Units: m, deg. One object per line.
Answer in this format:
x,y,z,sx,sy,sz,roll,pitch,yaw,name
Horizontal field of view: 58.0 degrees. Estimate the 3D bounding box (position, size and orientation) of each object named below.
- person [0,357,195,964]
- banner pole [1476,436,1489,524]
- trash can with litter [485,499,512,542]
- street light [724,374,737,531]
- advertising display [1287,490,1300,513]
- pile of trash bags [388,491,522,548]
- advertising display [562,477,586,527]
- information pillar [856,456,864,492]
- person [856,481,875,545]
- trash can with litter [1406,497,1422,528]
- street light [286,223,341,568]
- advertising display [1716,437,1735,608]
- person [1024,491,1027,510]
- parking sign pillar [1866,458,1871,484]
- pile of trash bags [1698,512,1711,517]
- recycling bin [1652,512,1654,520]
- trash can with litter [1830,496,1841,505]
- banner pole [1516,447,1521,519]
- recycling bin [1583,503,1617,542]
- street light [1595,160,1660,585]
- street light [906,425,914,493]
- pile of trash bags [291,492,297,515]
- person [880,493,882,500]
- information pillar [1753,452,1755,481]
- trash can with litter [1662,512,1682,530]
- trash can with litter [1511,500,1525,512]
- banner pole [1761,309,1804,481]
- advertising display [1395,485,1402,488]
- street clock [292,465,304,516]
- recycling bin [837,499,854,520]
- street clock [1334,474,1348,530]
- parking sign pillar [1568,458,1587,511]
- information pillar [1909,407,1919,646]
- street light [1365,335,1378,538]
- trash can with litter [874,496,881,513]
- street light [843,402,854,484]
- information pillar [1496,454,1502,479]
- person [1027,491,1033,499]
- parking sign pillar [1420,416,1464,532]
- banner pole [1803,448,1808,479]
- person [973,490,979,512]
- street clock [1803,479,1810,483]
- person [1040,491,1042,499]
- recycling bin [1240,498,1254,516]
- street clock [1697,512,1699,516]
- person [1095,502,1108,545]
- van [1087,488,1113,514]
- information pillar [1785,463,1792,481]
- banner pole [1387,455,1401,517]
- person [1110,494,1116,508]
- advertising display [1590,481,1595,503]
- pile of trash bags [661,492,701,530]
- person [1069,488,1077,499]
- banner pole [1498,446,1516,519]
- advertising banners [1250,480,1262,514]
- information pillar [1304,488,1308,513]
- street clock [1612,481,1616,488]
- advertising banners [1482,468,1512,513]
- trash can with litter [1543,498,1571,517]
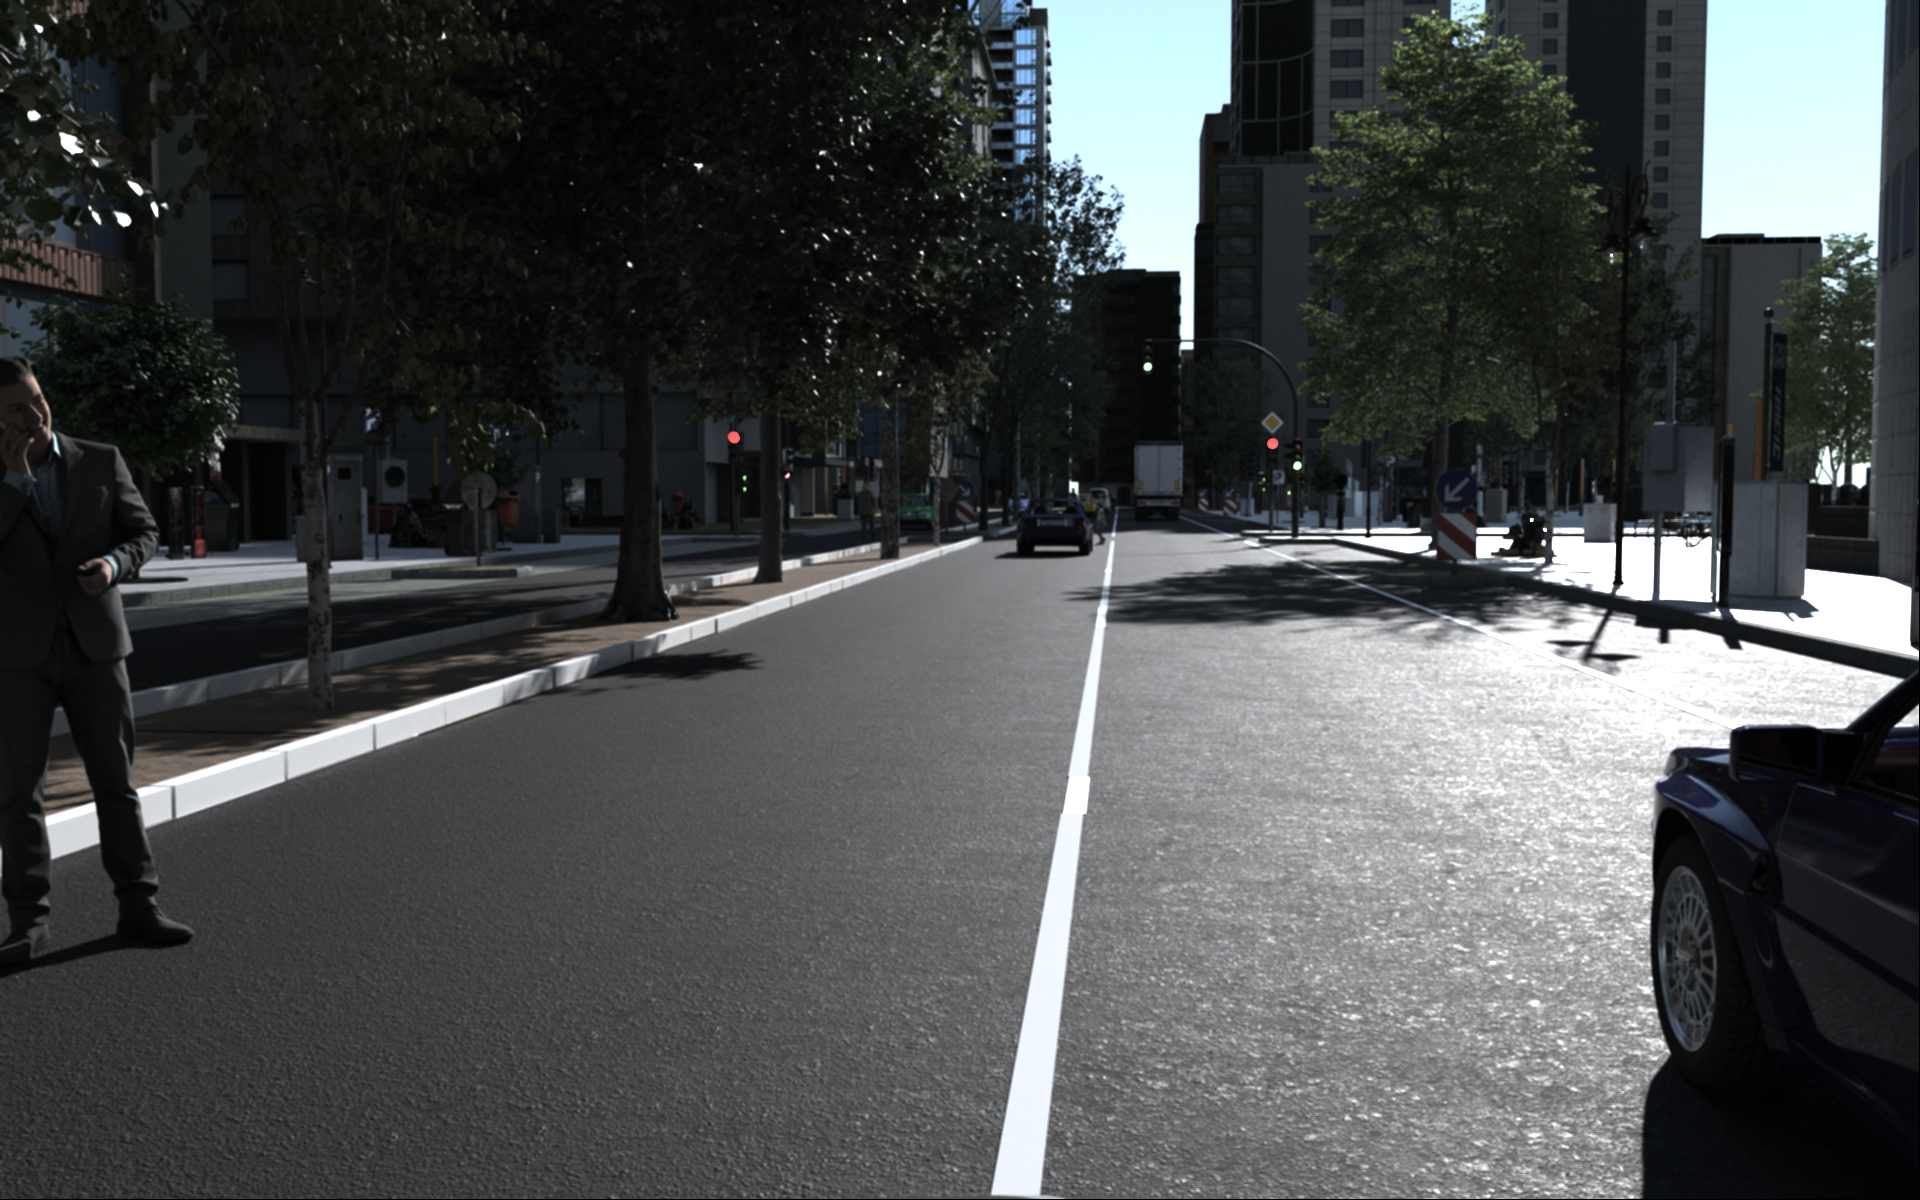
-2.761,0.179,5.373,0.655,1.846,0.447,-2,4,-35,person
22.507,-5.181,74.734,0.863,3.779,0.401,-3,4,-37,banner pole
-12.368,-2.154,46.606,0.624,1.170,1.055,2,4,28,trash can with litter
-8.006,-5.373,60.644,0.468,5.910,1.993,0,4,5,street light
22.063,-6.687,114.546,0.974,1.923,0.123,-1,4,-10,advertising display
-12.119,-1.994,42.356,1.912,1.369,3.447,2,4,33,pile of trash bags
-14.988,-3.797,67.289,0.974,1.923,0.123,-3,5,-43,advertising display
-6.099,-6.955,105.062,0.504,3.616,0.183,0,4,-1,information pillar
-2.630,-2.438,48.542,0.537,1.800,0.526,1,4,13,person
17.234,-3.344,66.065,0.624,1.170,1.055,0,4,2,trash can with litter
-10.934,-3.484,29.744,0.468,5.910,1.993,0,4,5,street light
8.776,-0.897,19.876,0.123,1.923,0.974,1,4,21,advertising display
5.822,-9.026,156.752,0.721,1.739,1.217,0,4,-2,person
65.744,-8.333,124.714,1.447,3.967,1.447,0,4,3,parking sign pillar
42.202,-5.472,99.226,3.447,1.369,1.912,1,4,8,pile of trash bags
34.615,-4.450,85.313,0.722,1.027,0.722,-3,4,-37,recycling bin
31.873,-3.169,62.871,1.678,1.210,2.233,0,4,-5,trash can with litter
29.129,-6.156,90.665,0.401,3.779,0.863,-1,4,-21,banner pole
17.261,-2.087,46.680,0.722,1.027,0.722,2,4,34,recycling bin
9.357,-3.159,24.443,0.468,5.910,1.993,0,4,5,street light
-3.210,-8.587,113.185,0.468,5.910,1.993,0,4,5,street light
-25.451,-3.657,69.536,3.447,1.369,1.912,-2,4,-27,pile of trash bags
-3.480,-4.414,80.939,0.520,1.790,0.573,1,4,14,person
44.543,-6.445,96.727,0.504,3.616,0.183,3,5,43,information pillar
25.619,-3.107,62.189,0.624,1.170,1.055,0,4,-6,trash can with litter
40.439,-6.993,125.727,1.055,1.170,0.624,2,4,26,trash can with litter
11.088,-2.057,23.650,0.863,3.779,0.401,-3,5,-43,banner pole
32.915,-7.657,130.401,0.123,1.923,0.974,-1,4,-20,advertising display
-16.282,-2.332,42.703,0.358,2.002,0.471,-3,4,-37,street clock
-5.630,-4.437,85.106,0.722,1.027,0.722,0,4,5,recycling bin
13.541,-3.490,61.624,0.471,2.002,0.358,0,4,6,street clock
46.478,-8.664,130.135,1.447,3.967,1.447,-1,4,-21,parking sign pillar
8.227,-0.616,14.558,0.304,2.012,0.304,-3,5,-39,information pillar
11.875,-4.735,50.207,0.468,5.910,1.993,0,4,5,street light
-4.964,-6.363,115.088,2.233,1.210,1.678,2,4,33,trash can with litter
-5.644,-6.995,87.160,0.468,5.910,1.993,0,4,5,street light
31.610,-6.745,101.629,0.504,3.616,0.183,-2,4,-30,information pillar
8.049,-11.645,198.880,0.705,1.826,1.348,2,4,31,person
16.631,-4.355,59.675,1.447,3.967,1.447,-1,4,-10,parking sign pillar
45.430,-6.311,93.202,0.401,3.779,0.863,0,4,5,banner pole
1.316,-8.014,140.086,0.434,1.755,0.990,2,4,24,person
41.179,-4.875,84.284,0.358,2.002,0.471,3,5,42,street clock
8.027,-10.085,174.208,0.721,1.723,1.217,3,5,42,person
17.014,-5.510,102.640,0.722,1.027,0.722,1,4,19,recycling bin
40.354,-5.523,94.864,0.471,2.002,0.358,0,4,8,street clock
4.024,-2.167,48.939,0.382,1.210,0.505,0,4,-7,person
10.230,-7.356,127.280,2.013,2.044,4.112,0,4,7,van
61.884,-8.443,129.393,0.504,3.616,0.183,-1,4,-11,information pillar
24.693,-6.646,98.680,0.863,3.779,0.401,0,4,-1,banner pole
15.722,-10.180,178.169,0.697,1.427,0.421,2,4,26,person
30.395,-4.776,83.296,0.123,1.923,0.974,2,4,25,advertising display
-10.486,-3.310,63.869,1.912,1.369,3.447,0,4,-5,pile of trash bags
6.727,-5.769,102.909,0.616,1.811,0.778,2,4,29,person
28.005,-6.073,89.308,0.863,3.779,0.401,3,4,38,banner pole
18.832,-6.978,110.279,0.090,3.025,2.074,-1,4,-10,advertising banners
23.662,-6.987,118.724,0.304,2.012,0.304,-2,4,-35,information pillar
35.623,-5.463,93.888,0.358,2.002,0.471,-3,5,-39,street clock
35.517,-7.255,114.805,2.074,3.025,0.090,0,4,1,advertising banners
33.807,-5.359,98.672,1.678,1.210,2.233,1,4,12,trash can with litter
